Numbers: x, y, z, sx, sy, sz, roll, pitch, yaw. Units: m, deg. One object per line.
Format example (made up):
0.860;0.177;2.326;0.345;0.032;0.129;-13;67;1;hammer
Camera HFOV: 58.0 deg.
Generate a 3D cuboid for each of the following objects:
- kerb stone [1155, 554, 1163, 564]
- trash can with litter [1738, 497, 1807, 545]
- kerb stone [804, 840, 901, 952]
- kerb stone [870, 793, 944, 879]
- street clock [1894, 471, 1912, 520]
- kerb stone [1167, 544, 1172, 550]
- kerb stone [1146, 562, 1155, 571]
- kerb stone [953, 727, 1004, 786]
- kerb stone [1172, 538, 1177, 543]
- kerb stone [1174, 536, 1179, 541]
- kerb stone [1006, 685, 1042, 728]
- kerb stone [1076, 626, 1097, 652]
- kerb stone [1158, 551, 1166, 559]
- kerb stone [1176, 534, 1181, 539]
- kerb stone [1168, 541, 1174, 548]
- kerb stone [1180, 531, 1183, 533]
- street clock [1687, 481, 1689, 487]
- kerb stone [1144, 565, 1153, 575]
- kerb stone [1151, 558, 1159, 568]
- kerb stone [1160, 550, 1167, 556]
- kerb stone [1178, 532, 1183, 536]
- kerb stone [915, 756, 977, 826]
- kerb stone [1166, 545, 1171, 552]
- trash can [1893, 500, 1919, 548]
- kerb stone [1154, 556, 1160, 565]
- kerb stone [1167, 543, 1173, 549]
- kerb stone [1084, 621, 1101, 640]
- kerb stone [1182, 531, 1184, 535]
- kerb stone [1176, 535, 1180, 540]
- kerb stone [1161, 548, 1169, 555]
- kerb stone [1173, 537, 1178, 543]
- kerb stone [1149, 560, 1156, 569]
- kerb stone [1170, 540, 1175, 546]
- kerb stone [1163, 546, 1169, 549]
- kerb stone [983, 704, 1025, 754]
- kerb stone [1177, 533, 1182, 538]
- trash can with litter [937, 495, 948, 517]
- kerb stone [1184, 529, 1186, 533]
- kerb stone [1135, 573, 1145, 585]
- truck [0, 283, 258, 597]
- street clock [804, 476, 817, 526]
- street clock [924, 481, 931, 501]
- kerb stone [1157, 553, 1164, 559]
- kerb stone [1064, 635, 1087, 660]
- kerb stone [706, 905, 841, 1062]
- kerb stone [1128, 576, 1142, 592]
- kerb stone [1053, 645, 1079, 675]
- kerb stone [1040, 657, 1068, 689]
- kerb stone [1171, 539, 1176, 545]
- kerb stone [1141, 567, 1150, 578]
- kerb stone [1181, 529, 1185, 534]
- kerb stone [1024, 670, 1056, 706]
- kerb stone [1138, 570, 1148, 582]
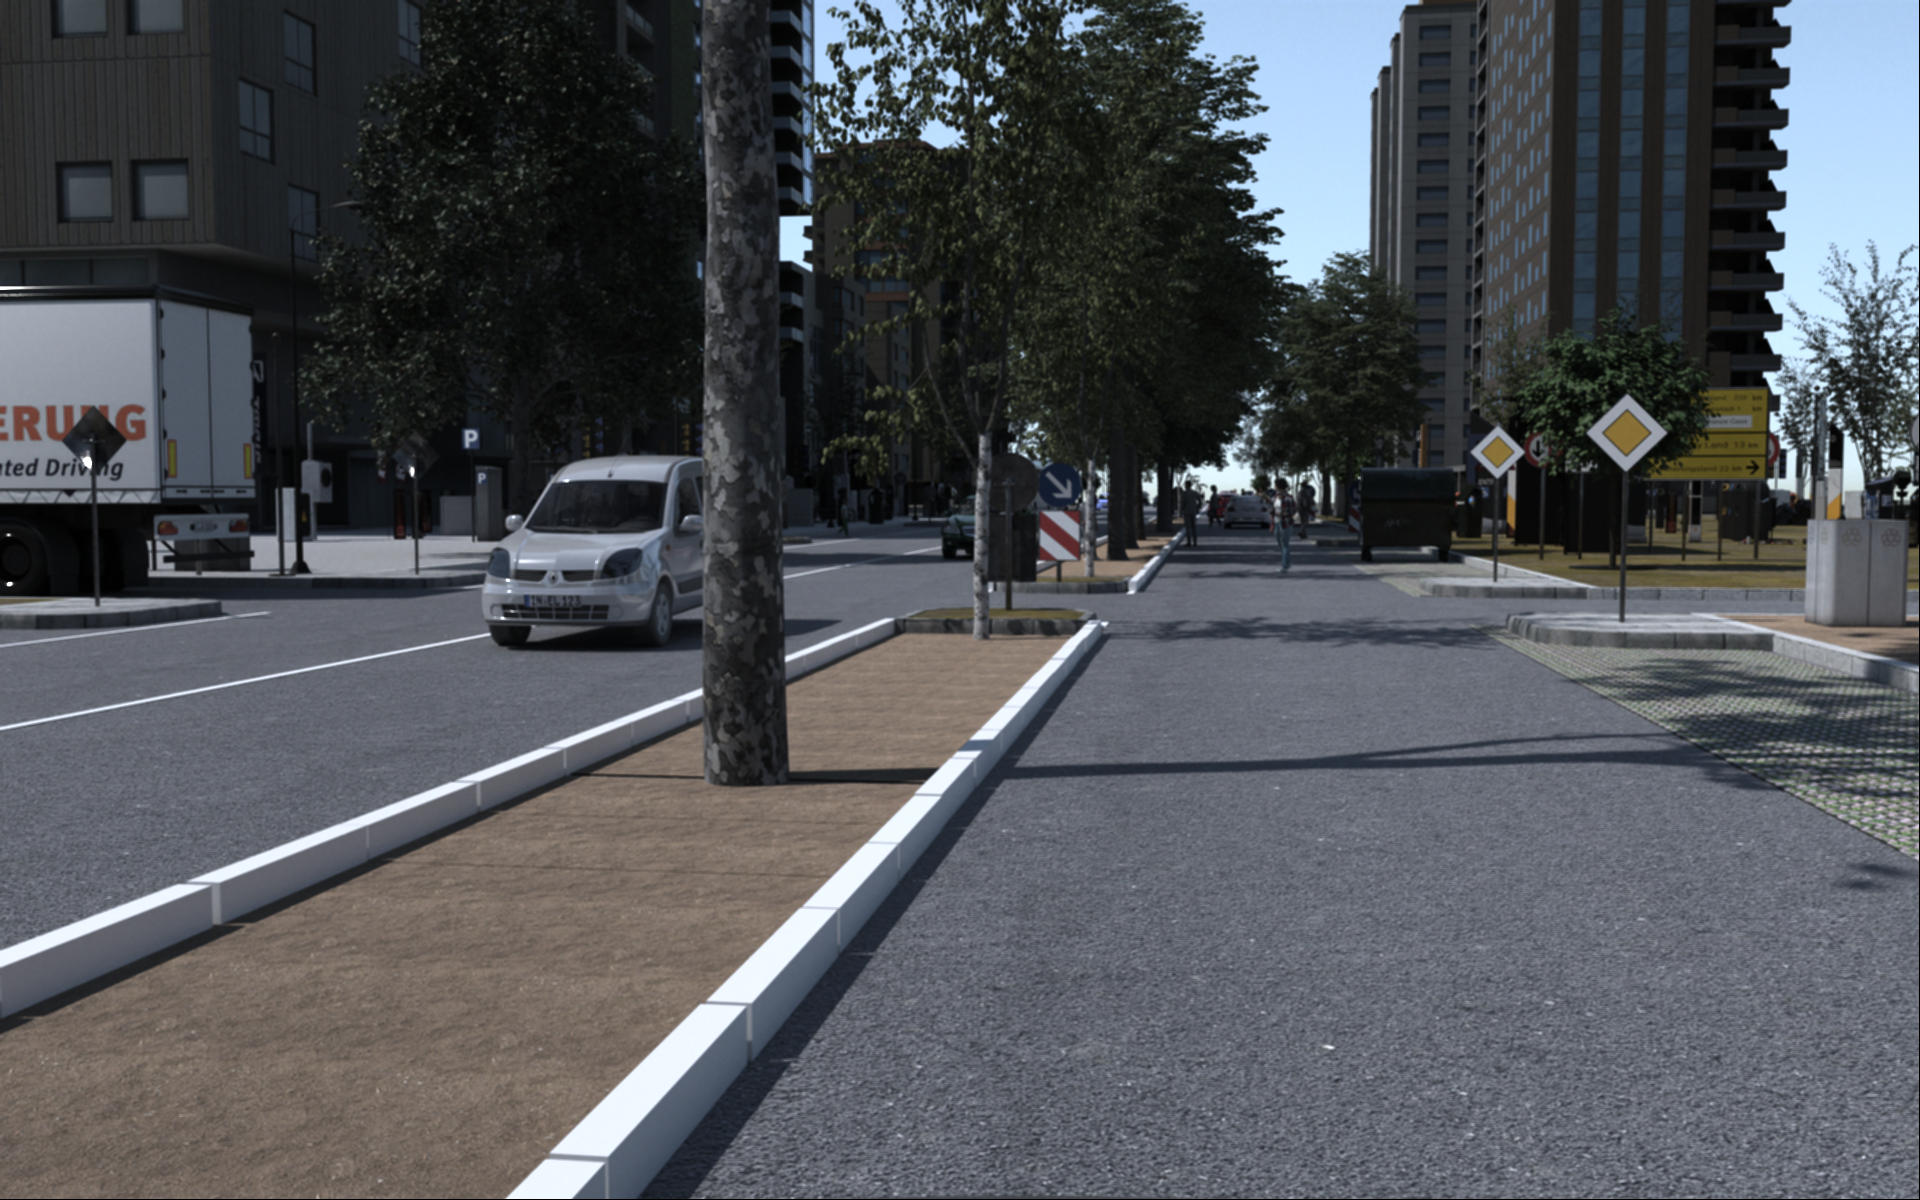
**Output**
3.954;-0.775;34.889;0.120;0.150;1.000;1;4;8;kerb stone
20.977;-2.036;44.353;2.233;1.210;1.678;1;4;10;trash can with litter
-0.360;1.001;5.889;0.120;0.150;1.000;1;4;8;kerb stone
-0.210;0.941;6.901;0.120;0.150;1.000;1;4;8;kerb stone
29.335;-3.020;53.947;0.471;2.002;0.358;0;4;-7;street clock
4.996;-1.205;41.983;0.120;0.150;1.000;1;4;8;kerb stone
3.339;-0.528;30.823;0.120;0.150;1.000;1;4;8;kerb stone
0.090;0.812;8.923;0.120;0.150;1.000;1;4;8;kerb stone
5.756;-1.520;47.041;0.120;0.150;1.000;1;4;8;kerb stone
6.056;-1.644;49.069;0.120;0.150;1.000;1;4;8;kerb stone
0.392;0.687;10.956;0.120;0.150;1.000;1;4;8;kerb stone
1.147;0.379;16.052;0.120;0.150;1.000;1;4;8;kerb stone
4.253;-0.892;36.911;0.120;0.150;1.000;1;4;8;kerb stone
6.503;-1.829;52.102;0.120;0.150;1.000;1;4;8;kerb stone
5.310;-1.334;44.007;0.120;0.150;1.000;1;4;8;kerb stone
6.954;-2.015;55.135;0.120;0.150;1.000;1;4;8;kerb stone
28.715;-3.878;67.970;0.471;2.002;0.358;-2;4;-27;street clock
3.193;-0.465;29.804;0.120;0.150;1.000;1;4;8;kerb stone
3.646;-0.646;32.864;0.120;0.150;1.000;1;4;8;kerb stone
4.396;-0.957;37.927;0.120;0.150;1.000;1;4;8;kerb stone
6.812;-1.953;54.123;0.120;0.150;1.000;1;4;8;kerb stone
-0.064;0.875;7.912;0.120;0.150;1.000;1;4;8;kerb stone
4.847;-1.145;40.972;0.120;0.150;1.000;1;4;8;kerb stone
22.700;-1.825;41.496;0.748;1.137;0.748;0;3;0;trash can
3.792;-0.714;33.875;0.120;0.150;1.000;1;4;8;kerb stone
5.157;-1.269;42.997;0.120;0.150;1.000;1;4;8;kerb stone
1.298;0.314;17.069;0.120;0.150;1.000;1;4;8;kerb stone
7.102;-2.072;56.148;0.120;0.150;1.000;1;4;8;kerb stone
6.356;-1.767;51.091;0.120;0.150;1.000;1;4;8;kerb stone
4.557;-1.021;38.937;0.120;0.150;1.000;1;4;8;kerb stone
5.901;-1.581;48.055;0.120;0.150;1.000;1;4;8;kerb stone
3.485;-0.588;31.842;0.120;0.150;1.000;1;4;8;kerb stone
5.452;-1.396;45.019;0.120;0.150;1.000;1;4;8;kerb stone
4.695;-1.087;39.961;0.120;0.150;1.000;1;4;8;kerb stone
0.242;0.750;9.940;0.120;0.150;1.000;1;4;8;kerb stone
6.656;-1.889;53.113;0.120;0.150;1.000;1;4;8;kerb stone
-1.377;-5.193;95.970;2.233;1.210;1.678;-1;4;-15;trash can with litter
7.554;-2.259;59.184;0.120;0.150;1.000;1;4;8;kerb stone
2.735;-0.280;26.770;0.120;0.150;1.000;1;4;8;kerb stone
-16.027;-2.206;24.986;11.283;4.237;2.839;0;4;8;truck
-5.962;-3.954;69.211;0.471;2.002;0.358;2;4;28;street clock
-1.820;-5.782;99.104;0.471;2.002;0.358;-1;4;-13;street clock
4.103;-0.838;35.900;0.120;0.150;1.000;1;4;8;kerb stone
0.986;0.439;15.034;0.120;0.150;1.000;1;4;8;kerb stone
-0.510;1.060;4.870;0.120;0.150;1.000;1;4;8;kerb stone
2.586;-0.218;25.759;0.120;0.150;1.000;1;4;8;kerb stone
0.843;0.501;14.012;0.120;0.150;1.000;1;4;8;kerb stone
0.689;0.569;12.991;0.120;0.150;1.000;1;4;8;kerb stone
5.606;-1.458;46.031;0.120;0.150;1.000;1;4;8;kerb stone
3.038;-0.403;28.794;0.120;0.150;1.000;1;4;8;kerb stone
7.404;-2.199;58.172;0.120;0.150;1.000;1;4;8;kerb stone
0.540;0.625;11.979;0.120;0.150;1.000;1;4;8;kerb stone
2.896;-0.339;27.779;0.120;0.150;1.000;1;4;8;kerb stone
